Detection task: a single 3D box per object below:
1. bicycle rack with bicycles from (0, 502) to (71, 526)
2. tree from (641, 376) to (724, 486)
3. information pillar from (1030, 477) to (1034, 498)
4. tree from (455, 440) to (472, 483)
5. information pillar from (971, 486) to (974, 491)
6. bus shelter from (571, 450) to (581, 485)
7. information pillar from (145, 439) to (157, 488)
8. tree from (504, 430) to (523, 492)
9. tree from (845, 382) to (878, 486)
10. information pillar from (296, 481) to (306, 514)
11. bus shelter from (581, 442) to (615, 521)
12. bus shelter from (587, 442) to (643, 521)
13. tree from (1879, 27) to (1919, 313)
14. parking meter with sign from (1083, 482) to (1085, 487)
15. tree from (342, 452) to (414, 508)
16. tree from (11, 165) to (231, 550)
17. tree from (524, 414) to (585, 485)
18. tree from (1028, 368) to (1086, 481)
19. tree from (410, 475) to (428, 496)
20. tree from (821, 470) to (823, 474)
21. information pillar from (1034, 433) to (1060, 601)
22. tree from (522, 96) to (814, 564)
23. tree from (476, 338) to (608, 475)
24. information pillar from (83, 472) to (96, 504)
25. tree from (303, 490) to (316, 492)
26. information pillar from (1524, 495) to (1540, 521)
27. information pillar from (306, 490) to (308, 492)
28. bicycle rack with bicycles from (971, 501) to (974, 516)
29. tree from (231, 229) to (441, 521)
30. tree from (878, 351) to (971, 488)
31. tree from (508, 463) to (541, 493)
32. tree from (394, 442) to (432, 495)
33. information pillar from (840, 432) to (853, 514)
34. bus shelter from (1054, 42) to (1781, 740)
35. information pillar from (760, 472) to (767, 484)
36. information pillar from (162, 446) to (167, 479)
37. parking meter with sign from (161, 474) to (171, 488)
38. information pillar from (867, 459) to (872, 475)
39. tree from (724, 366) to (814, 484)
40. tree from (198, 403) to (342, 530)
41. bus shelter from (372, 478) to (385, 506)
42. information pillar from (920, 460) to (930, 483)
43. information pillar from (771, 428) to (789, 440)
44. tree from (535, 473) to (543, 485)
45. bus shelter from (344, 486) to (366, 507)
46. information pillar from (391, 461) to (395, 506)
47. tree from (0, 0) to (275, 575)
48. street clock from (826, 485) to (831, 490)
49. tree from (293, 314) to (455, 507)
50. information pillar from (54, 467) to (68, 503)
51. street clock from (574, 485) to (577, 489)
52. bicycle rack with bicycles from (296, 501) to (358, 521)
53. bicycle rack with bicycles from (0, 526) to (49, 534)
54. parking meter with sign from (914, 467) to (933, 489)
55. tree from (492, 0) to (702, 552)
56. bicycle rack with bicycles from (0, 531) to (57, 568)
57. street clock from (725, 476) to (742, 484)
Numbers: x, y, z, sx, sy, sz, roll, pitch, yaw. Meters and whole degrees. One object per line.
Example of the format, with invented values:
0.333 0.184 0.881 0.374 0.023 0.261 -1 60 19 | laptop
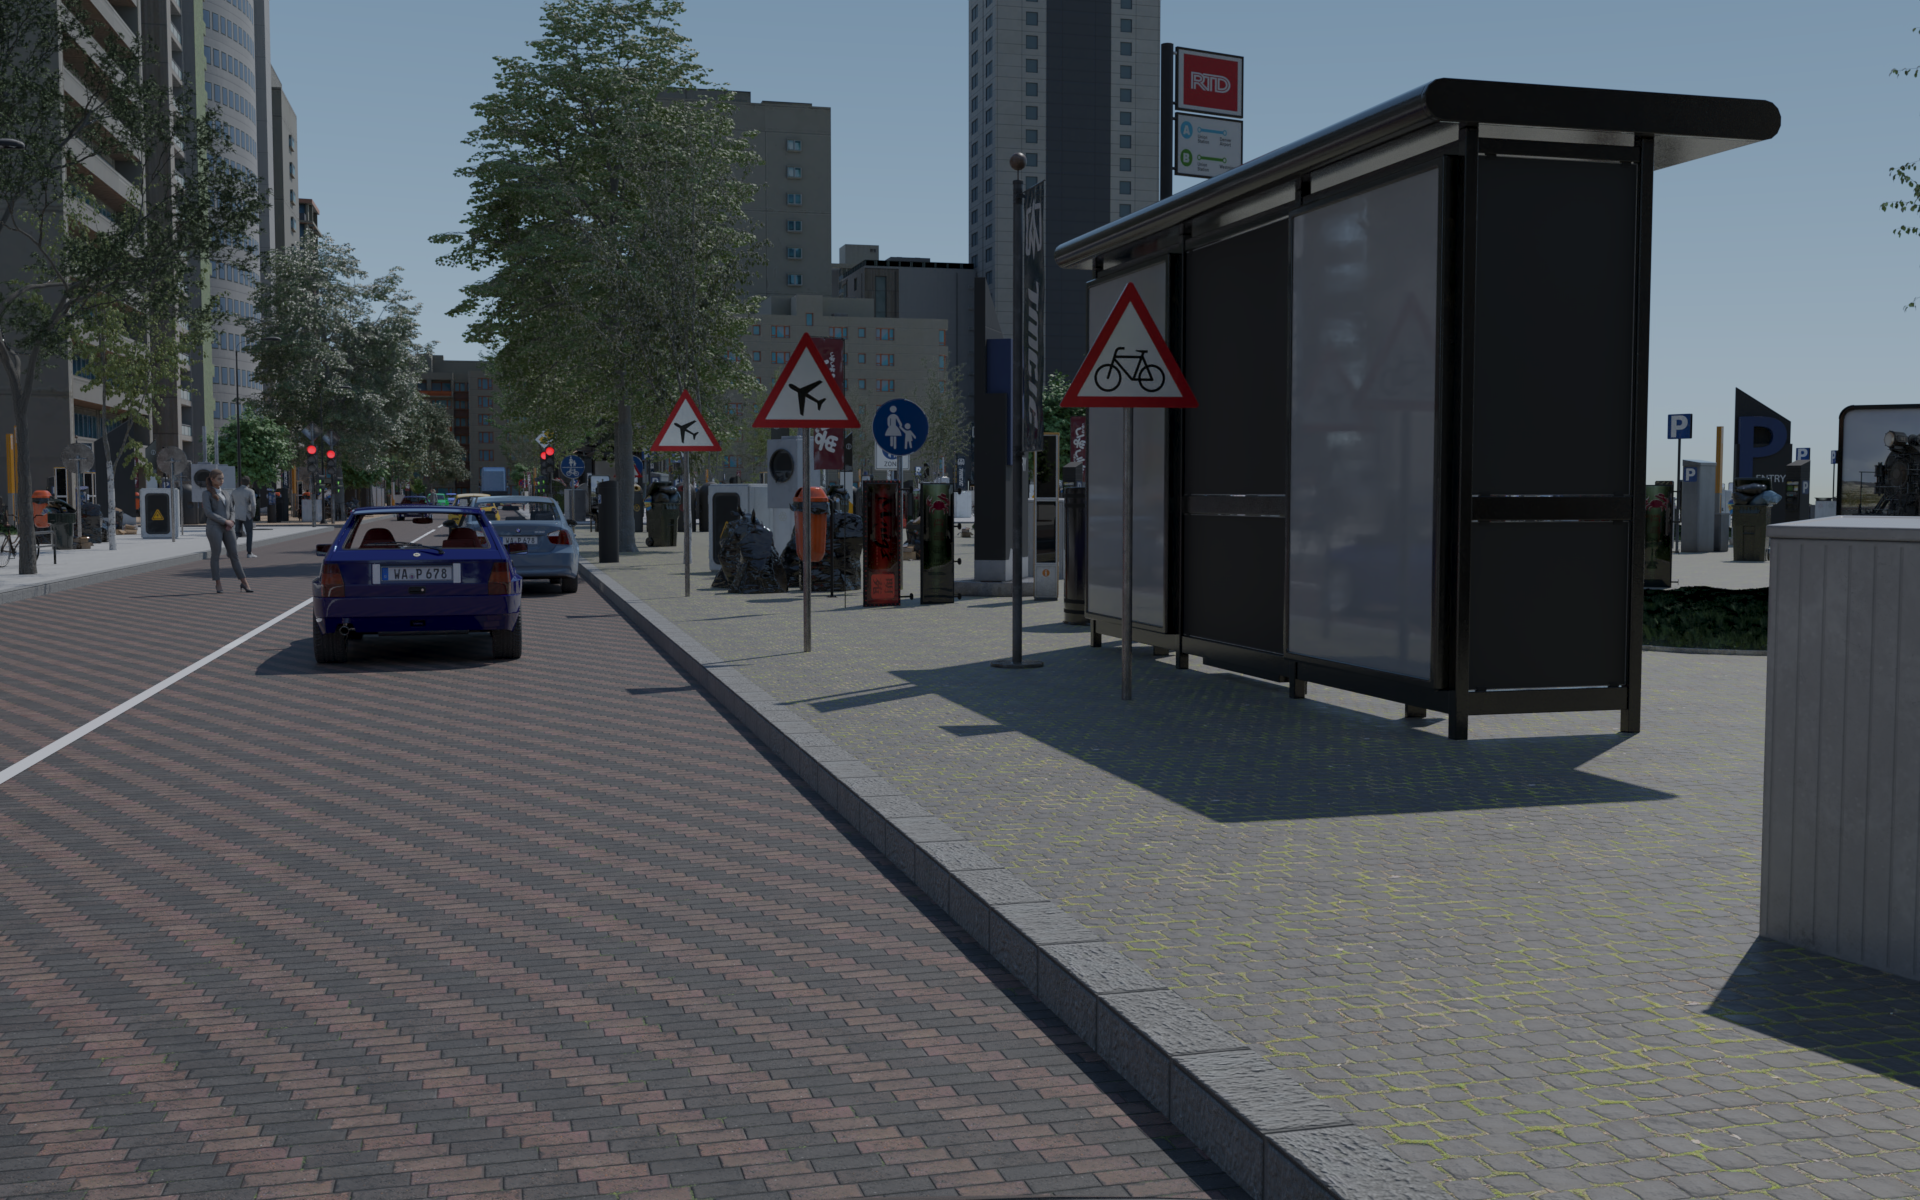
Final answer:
-40.605 -3.847 76.287 2.852 0.926 2.925 -3 5 -43 | bicycle rack with bicycles
-15.181 -8.699 92.597 4.737 8.622 4.395 0 3 0 | tree
6.312 -9.819 151.894 0.504 3.616 0.183 -2 4 -34 | information pillar
-63.418 -17.761 207.399 9.611 12.733 9.660 0 3 0 | tree
1.139 -9.471 159.348 0.304 2.012 0.304 0 4 6 | information pillar
-20.187 -6.319 94.592 1.731 3.624 6.357 -1 4 -15 | bus shelter
-34.581 -5.062 74.117 0.183 3.616 0.504 2 4 32 | information pillar
-34.895 -11.736 142.251 4.360 8.622 3.978 0 3 0 | tree
-6.423 -9.951 113.060 4.360 8.622 3.978 0 3 0 | tree
-36.549 -5.584 95.790 0.304 2.012 0.304 3 5 42 | information pillar
-16.445 -5.456 80.494 1.731 3.624 6.357 -1 4 -15 | bus shelter
-13.300 -4.486 67.271 2.014 3.302 5.546 -1 4 -15 | bus shelter
13.963 -4.408 22.431 4.360 8.622 3.978 0 3 0 | tree
7.128 -5.735 90.031 1.738 3.016 0.543 2 4 23 | parking meter with sign
-34.023 -6.986 97.941 4.285 4.588 4.351 0 3 0 | tree
-19.147 -5.446 39.410 4.737 8.622 4.395 0 3 0 | tree
-28.400 -10.393 120.289 4.737 8.622 4.395 0 3 0 | tree
2.624 -3.765 45.272 4.285 4.588 4.351 0 3 0 | tree
-59.501 -11.935 189.742 1.663 3.219 1.824 0 3 0 | tree
-11.168 -11.268 134.597 4.737 8.622 4.395 0 3 0 | tree
1.043 -1.003 20.893 0.304 2.012 0.304 0 4 4 | information pillar
-5.219 -4.966 31.557 4.360 8.622 3.978 0 3 0 | tree
-24.757 -10.899 103.948 9.928 11.665 9.643 0 3 0 | tree
-29.481 -3.315 58.699 0.304 2.012 0.304 -1 4 -11 | information pillar
-46.124 -7.832 122.652 1.663 3.219 1.824 0 3 0 | tree
13.579 -2.240 41.111 0.304 2.012 0.304 2 4 34 | information pillar
-44.059 -6.882 117.012 0.304 2.012 0.304 -2 4 -26 | information pillar
1.610 -5.193 98.288 2.925 0.926 2.852 3 5 39 | bicycle rack with bicycles
-29.952 -10.793 83.113 9.857 13.997 8.962 0 3 0 | tree
-1.447 -8.509 89.486 4.360 8.622 3.978 0 3 0 | tree
-39.062 -10.569 156.510 4.285 4.588 4.351 0 3 0 | tree
-51.386 -12.829 160.114 4.737 8.622 4.395 0 3 0 | tree
-4.253 -4.506 65.027 0.504 3.616 0.183 -1 4 -18 | information pillar
2.239 -2.175 13.191 2.179 5.291 8.768 -1 4 -15 | bus shelter
-6.488 -3.266 57.892 0.304 2.012 0.304 -2 4 -31 | information pillar
-39.075 -5.737 85.159 0.183 3.616 0.504 -1 4 -12 | information pillar
-37.500 -5.242 81.968 0.543 3.016 1.738 -1 4 -20 | parking meter with sign
-6.065 -7.660 116.590 0.183 3.616 0.504 -3 4 -37 | information pillar
-11.063 -9.178 100.418 4.737 8.622 4.395 0 3 0 | tree
-25.218 -4.772 61.728 4.285 4.588 4.351 0 3 0 | tree
-45.413 -8.615 134.774 2.014 3.302 5.546 -1 4 -15 | bus shelter
-2.303 -7.818 119.186 0.504 3.616 0.183 2 4 31 | information pillar
-4.665 -3.270 44.821 0.504 3.616 0.183 -1 4 -12 | information pillar
-30.815 -8.283 130.023 1.663 3.219 1.824 0 3 0 | tree
-41.759 -7.864 119.866 1.731 3.624 6.357 -1 4 -15 | bus shelter
-39.648 -7.935 121.086 0.183 3.616 0.504 -2 4 -34 | information pillar
-14.860 -5.706 27.706 8.767 10.594 7.601 0 4 2 | tree
-10.892 -8.530 144.031 0.471 2.002 0.358 2 4 25 | street clock
-37.973 -11.848 110.725 9.611 12.733 9.660 0 3 0 | tree
-24.690 -2.636 47.592 0.304 2.012 0.304 -2 4 -32 | information pillar
-31.511 -8.398 141.870 0.358 2.002 0.471 -2 4 -35 | street clock
-31.808 -4.486 86.735 2.925 0.926 2.852 0 4 2 | bicycle rack with bicycles
-33.678 -2.886 60.576 2.852 0.926 2.925 -2 4 -32 | bicycle rack with bicycles
-2.080 -6.928 109.527 1.738 3.016 0.543 3 5 44 | parking meter with sign
-7.767 -7.333 38.015 7.486 12.596 7.792 0 3 0 | tree
-17.339 -1.043 30.430 2.852 0.926 2.925 -1 4 -10 | bicycle rack with bicycles
-8.850 -3.898 68.297 0.358 2.002 0.471 3 4 36 | street clock
